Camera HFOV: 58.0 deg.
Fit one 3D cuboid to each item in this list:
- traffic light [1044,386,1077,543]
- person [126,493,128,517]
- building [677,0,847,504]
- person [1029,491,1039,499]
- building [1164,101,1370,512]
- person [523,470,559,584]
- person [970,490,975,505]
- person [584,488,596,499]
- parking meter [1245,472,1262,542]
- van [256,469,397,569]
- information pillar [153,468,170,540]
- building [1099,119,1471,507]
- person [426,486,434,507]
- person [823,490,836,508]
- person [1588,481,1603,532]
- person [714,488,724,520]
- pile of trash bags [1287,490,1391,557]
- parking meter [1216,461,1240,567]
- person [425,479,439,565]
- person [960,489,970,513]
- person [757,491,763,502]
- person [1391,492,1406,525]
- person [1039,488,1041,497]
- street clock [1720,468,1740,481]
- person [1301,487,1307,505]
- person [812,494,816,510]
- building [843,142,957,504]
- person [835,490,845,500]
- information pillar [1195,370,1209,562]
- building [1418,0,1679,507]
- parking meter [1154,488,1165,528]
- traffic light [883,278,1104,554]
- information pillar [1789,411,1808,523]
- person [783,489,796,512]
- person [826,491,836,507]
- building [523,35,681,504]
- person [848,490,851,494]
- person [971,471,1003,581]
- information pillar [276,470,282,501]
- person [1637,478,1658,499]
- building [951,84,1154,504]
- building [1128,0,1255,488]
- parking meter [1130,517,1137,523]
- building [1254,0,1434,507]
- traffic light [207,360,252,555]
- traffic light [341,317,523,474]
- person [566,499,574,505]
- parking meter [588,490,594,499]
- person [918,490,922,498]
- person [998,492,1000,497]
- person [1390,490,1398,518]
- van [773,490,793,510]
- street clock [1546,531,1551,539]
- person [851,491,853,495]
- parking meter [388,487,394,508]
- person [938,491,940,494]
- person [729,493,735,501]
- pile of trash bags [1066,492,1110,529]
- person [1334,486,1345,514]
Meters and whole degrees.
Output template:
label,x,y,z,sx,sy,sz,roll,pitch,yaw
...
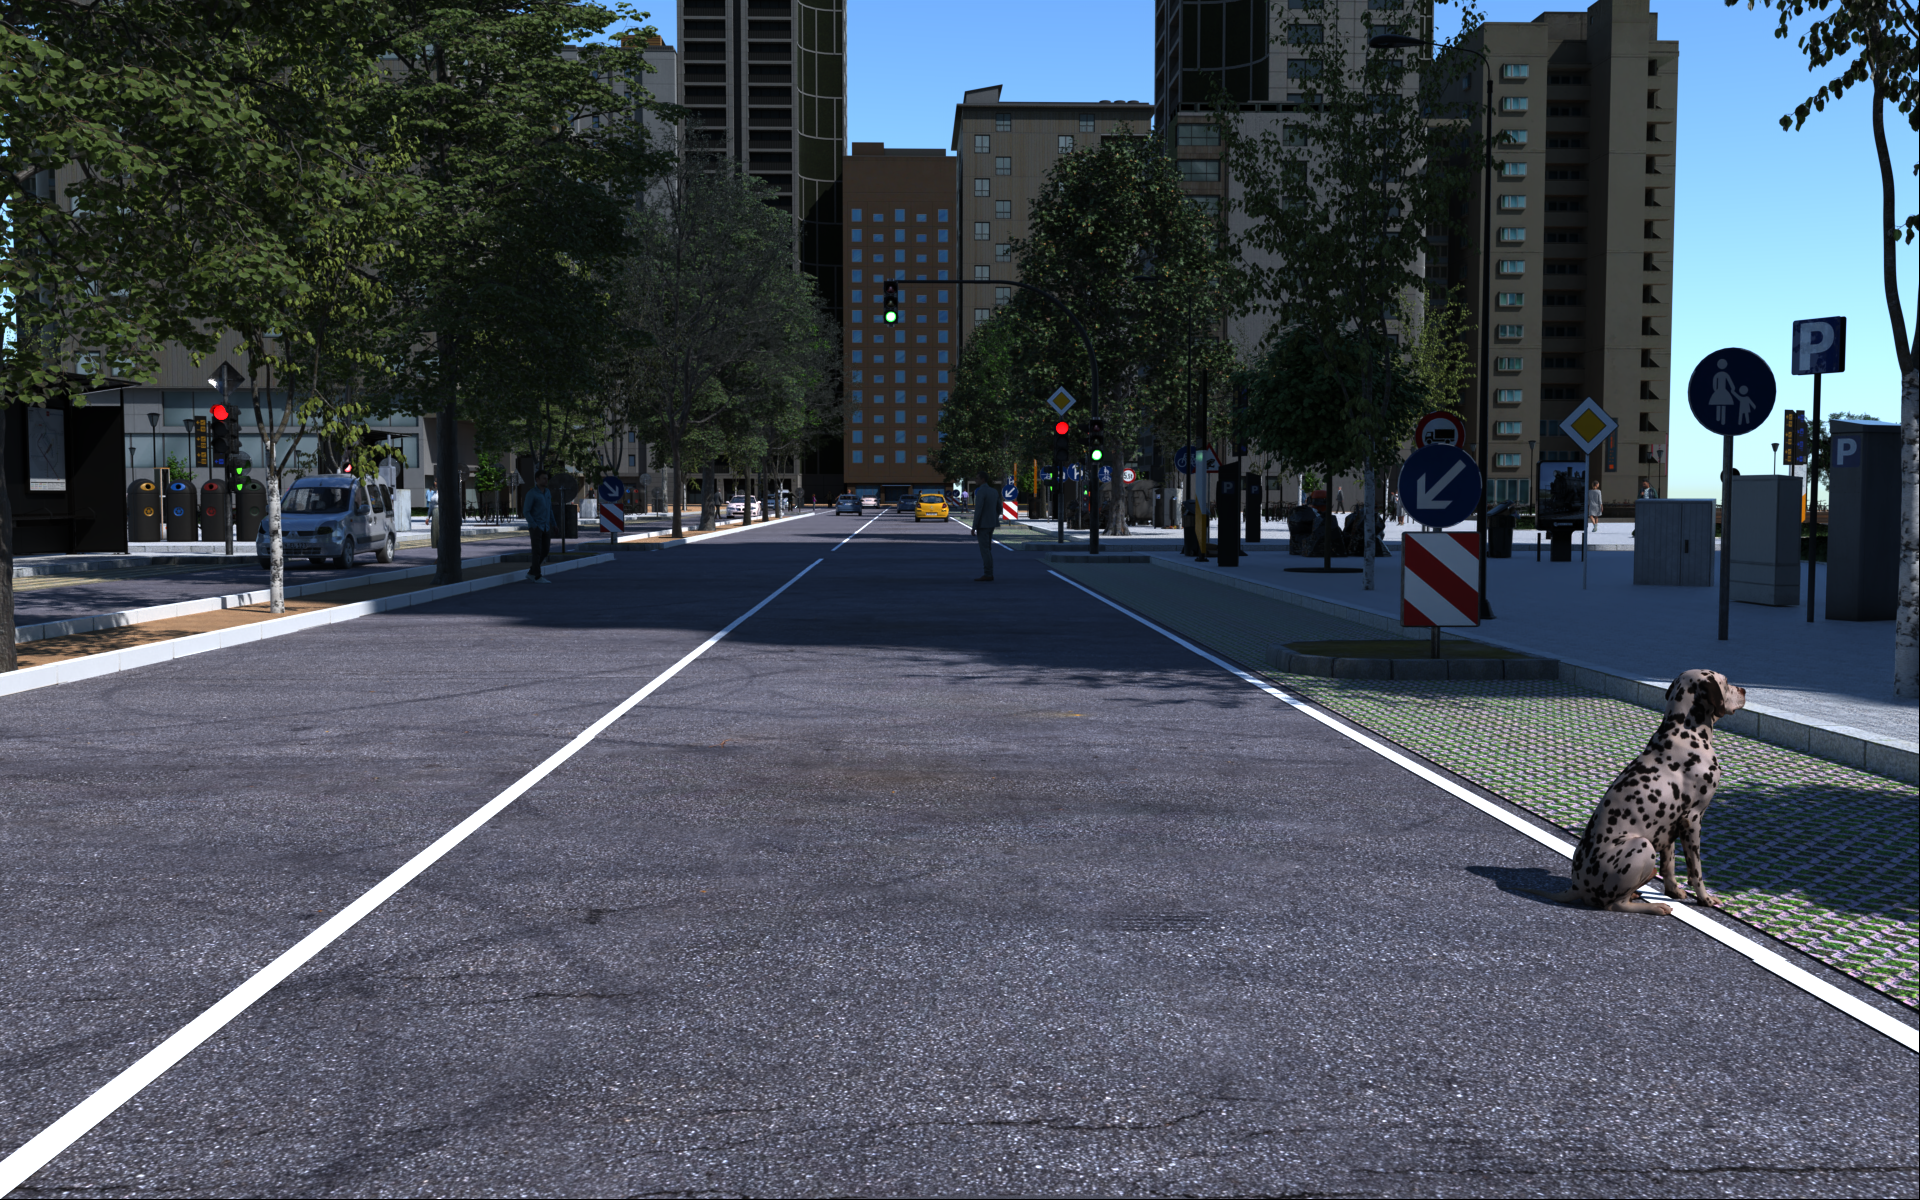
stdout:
label,x,y,z,sx,sy,sz,roll,pitch,yaw
traffic light,2.607,-3.429,44.988,0.839,4.253,0.868,0,4,-2
person,-34.807,-4.021,72.465,0.598,1.740,0.731,1,4,19
building,-25.200,-48.146,225.434,20.611,71.187,20.563,0,4,-2
person,7.461,-10.395,176.831,1.217,1.723,0.721,0,4,8
building,22.324,-21.993,131.287,14.160,30.474,14.107,0,4,-2
person,-6.796,-1.183,27.865,0.620,1.820,0.660,1,4,20
person,1.370,-11.483,194.245,0.568,1.767,0.683,-1,4,-14
person,-26.116,-7.069,122.335,1.217,1.743,0.721,2,4,32
parking meter,7.804,-2.464,45.993,0.399,1.863,0.255,0,4,-6
van,-12.547,-1.675,34.406,2.013,2.044,4.112,0,4,-2
information pillar,-22.300,-2.687,48.418,0.304,2.012,0.304,2,4,25
building,30.614,-29.294,170.844,32.217,40.220,23.993,0,4,-2
person,-35.186,-6.644,114.931,0.793,1.790,0.793,2,4,26
person,-13.611,-10.528,180.728,1.348,1.812,0.705,0,4,3
person,21.393,-3.150,58.293,0.466,1.731,0.760,0,4,4
person,-13.601,-5.437,97.792,0.661,1.777,0.834,2,4,32
pile of trash bags,7.874,-1.648,36.692,1.912,1.369,3.447,0,3,0
parking meter,4.736,-1.526,30.664,0.399,1.863,0.255,1,4,13
person,-10.469,-1.610,35.052,0.478,1.798,0.641,3,5,44
person,0.375,-7.583,132.345,0.709,1.838,0.599,0,4,2
person,-22.956,-11.799,201.437,1.348,1.821,0.705,-1,4,-12
person,17.967,-3.929,70.855,0.524,1.755,0.480,-1,4,-23
person,6.832,-8.482,144.747,0.705,1.821,1.348,-1,4,-17
street clock,21.320,-2.655,47.980,0.471,2.002,0.358,-1,4,-12
person,23.856,-7.013,120.725,0.654,1.822,0.581,-2,4,-35
person,-12.699,-8.539,151.328,0.599,1.433,0.991,-2,4,-23
building,-7.710,-35.082,223.702,14.200,45.320,14.600,0,4,-2
person,-9.030,-7.507,131.965,1.217,1.735,0.721,-3,5,-41
information pillar,4.584,-2.540,32.890,0.183,3.616,0.504,0,4,-7
building,58.798,-33.569,172.553,21.600,48.544,21.300,0,4,-2
parking meter,7.647,-3.546,66.387,0.372,1.533,0.369,0,3,0
traffic light,0.760,-3.800,36.803,4.771,5.953,1.251,0,4,-2
information pillar,23.289,-3.476,48.184,0.504,3.616,0.183,0,4,-6
person,-13.731,-8.079,140.228,1.348,1.869,0.705,1,4,12
person,-13.866,-10.790,185.638,1.217,1.735,0.721,0,4,1
building,-49.626,-41.830,225.925,28.212,58.520,21.231,0,4,-2
person,-8.155,-7.273,127.961,0.434,1.755,0.990,-2,4,-27
person,0.424,-1.220,28.540,0.391,1.810,0.635,2,4,24
information pillar,-20.954,-2.968,53.016,0.304,2.012,0.304,0,4,-4
person,21.949,-2.991,55.297,0.623,1.781,0.721,1,4,20
building,12.889,-39.310,231.962,27.495,52.752,28.713,0,4,-2
building,25.972,-43.378,147.489,20.563,71.187,20.611,0,4,-2
parking meter,7.728,-4.204,77.139,0.372,1.533,0.369,0,3,0
building,51.261,-48.306,228.062,20.611,71.187,20.563,0,4,-2
traffic light,-15.404,-2.906,36.440,0.839,4.253,0.868,0,4,-2
traffic light,-13.558,-4.272,44.520,4.771,5.953,1.251,0,4,-2
person,-20.423,-5.152,90.377,0.635,1.810,0.391,0,4,3
parking meter,-24.112,-6.415,113.299,0.372,1.533,0.369,0,3,0
person,-3.062,-7.924,138.847,0.721,1.735,1.217,-2,4,-24
person,4.421,-11.711,201.445,0.415,1.643,0.593,0,4,-1
person,23.487,-5.179,93.318,0.523,1.515,0.503,-2,4,-35
van,-16.247,-9.253,158.298,2.013,2.044,4.112,0,4,-4
street clock,16.730,-2.717,48.996,0.358,2.002,0.471,-2,4,-27
person,-11.197,-10.364,178.889,0.756,1.711,0.436,-3,4,-36
parking meter,-18.652,-2.938,56.439,0.372,1.533,0.369,0,3,0
person,-2.294,-10.666,183.440,0.434,1.755,0.990,0,4,-6
person,-24.207,-10.736,184.764,0.799,1.438,0.628,-2,4,-30
pile of trash bags,4.880,-3.340,64.366,1.912,1.369,3.447,0,4,1
person,24.447,-6.437,111.682,0.834,1.777,0.661,-1,4,-10
